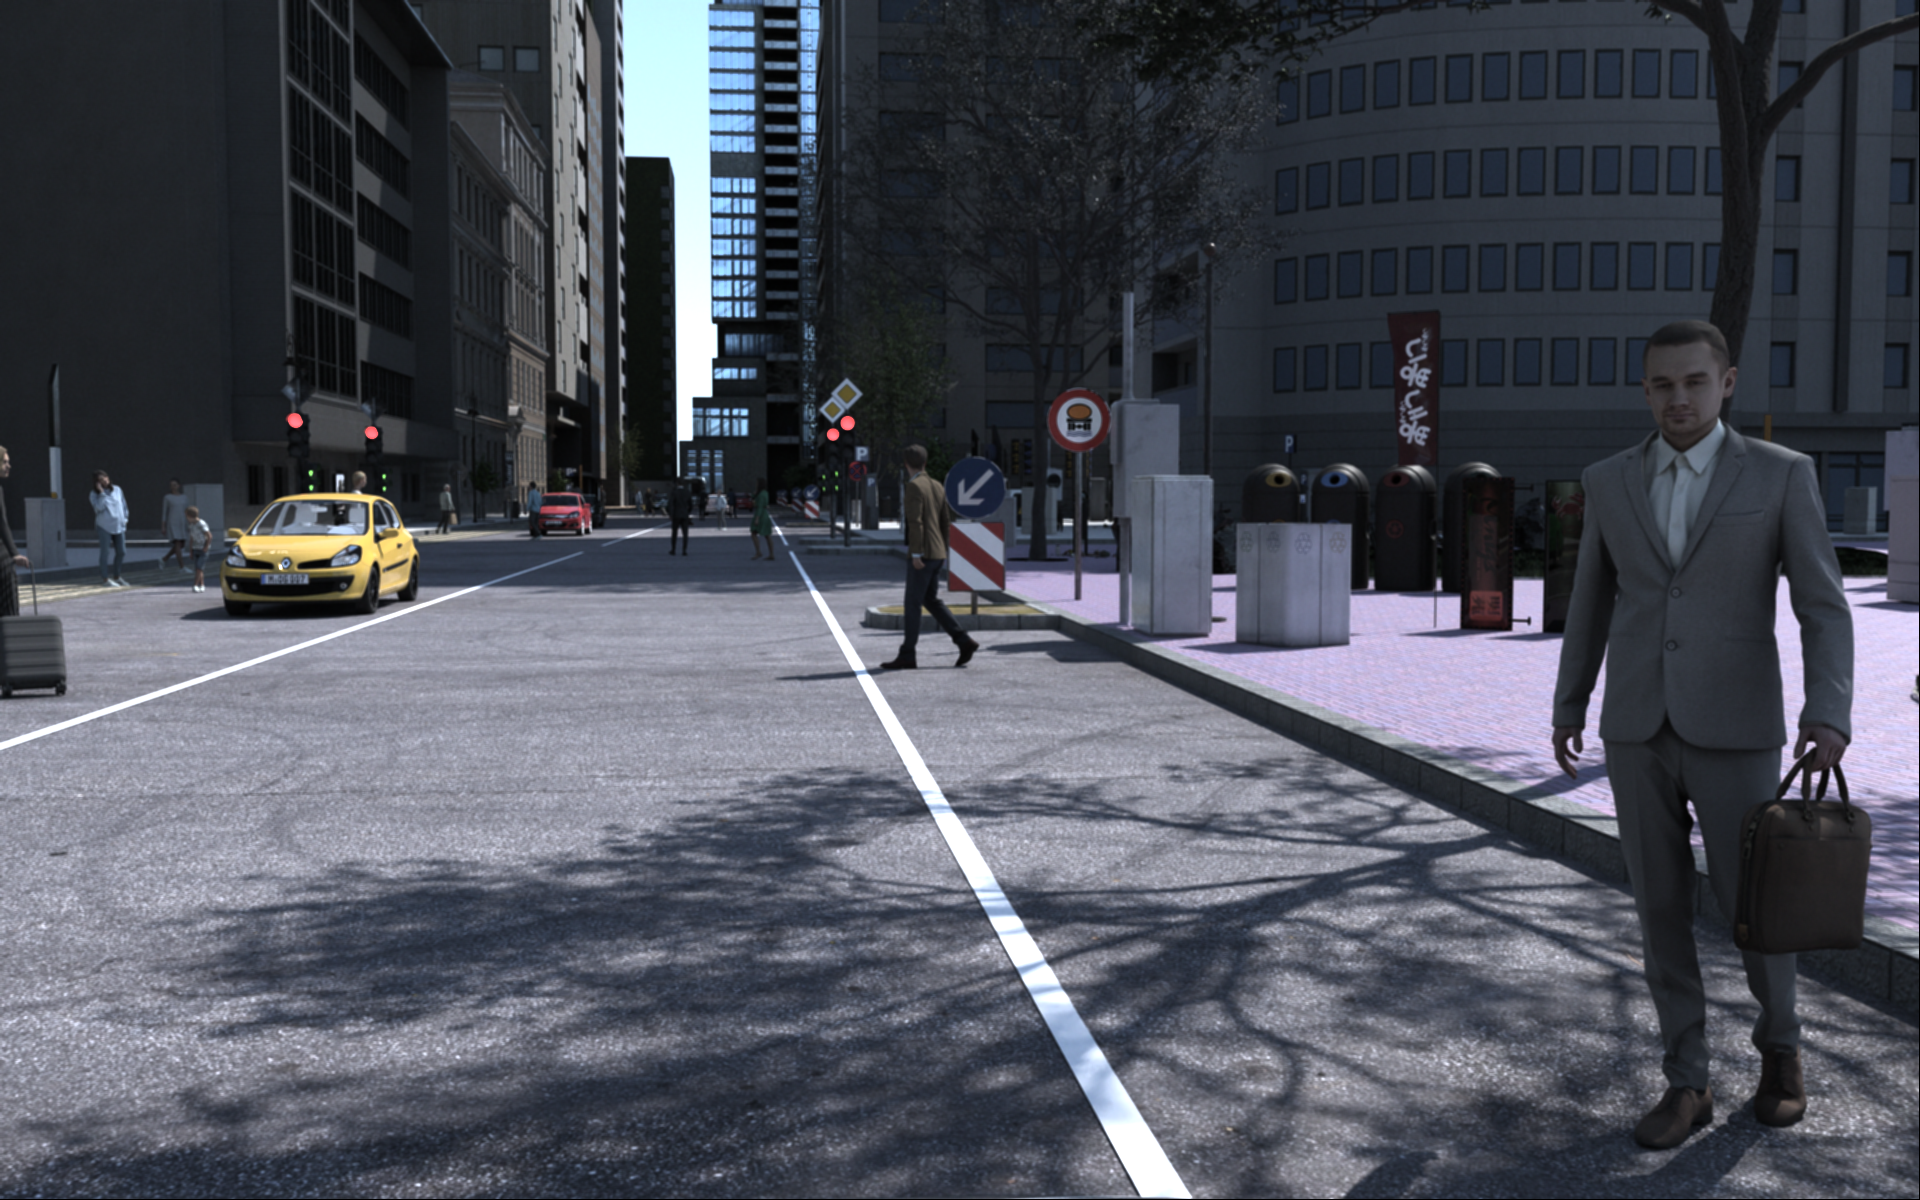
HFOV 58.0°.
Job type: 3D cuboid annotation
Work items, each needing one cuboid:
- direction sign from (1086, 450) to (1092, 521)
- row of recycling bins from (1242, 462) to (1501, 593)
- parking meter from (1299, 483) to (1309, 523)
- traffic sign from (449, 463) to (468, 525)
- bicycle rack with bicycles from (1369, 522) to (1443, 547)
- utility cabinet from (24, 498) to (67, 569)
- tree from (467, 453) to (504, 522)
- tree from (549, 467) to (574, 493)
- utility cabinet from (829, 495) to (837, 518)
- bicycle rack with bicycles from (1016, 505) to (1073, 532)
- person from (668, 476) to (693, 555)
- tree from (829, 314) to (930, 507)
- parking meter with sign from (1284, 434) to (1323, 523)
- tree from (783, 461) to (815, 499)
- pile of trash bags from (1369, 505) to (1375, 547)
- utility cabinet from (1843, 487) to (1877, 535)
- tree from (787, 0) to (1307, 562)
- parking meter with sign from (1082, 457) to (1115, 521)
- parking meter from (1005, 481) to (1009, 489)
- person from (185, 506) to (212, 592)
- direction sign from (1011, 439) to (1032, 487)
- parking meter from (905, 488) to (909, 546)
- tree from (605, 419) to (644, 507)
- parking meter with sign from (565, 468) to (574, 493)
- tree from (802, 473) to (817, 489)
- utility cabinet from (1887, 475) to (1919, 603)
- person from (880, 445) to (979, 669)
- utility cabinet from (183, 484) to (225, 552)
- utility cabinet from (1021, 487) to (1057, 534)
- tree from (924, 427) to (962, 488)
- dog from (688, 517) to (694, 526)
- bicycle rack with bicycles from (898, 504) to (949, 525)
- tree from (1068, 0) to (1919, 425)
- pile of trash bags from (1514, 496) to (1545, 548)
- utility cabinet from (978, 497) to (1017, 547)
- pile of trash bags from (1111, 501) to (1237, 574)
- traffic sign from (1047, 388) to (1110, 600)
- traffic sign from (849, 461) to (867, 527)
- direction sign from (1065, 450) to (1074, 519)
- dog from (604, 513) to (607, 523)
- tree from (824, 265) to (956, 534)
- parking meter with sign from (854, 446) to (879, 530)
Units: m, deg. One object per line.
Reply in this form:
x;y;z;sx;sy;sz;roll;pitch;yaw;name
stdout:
6.239;-5.631;84.061;0.379;3.537;0.876;1;4;21;direction sign
5.499;-0.988;23.262;3.534;1.692;1.069;2;4;25;row of recycling bins
6.785;-1.608;34.697;0.372;1.533;0.369;0;3;0;parking meter
-20.761;-4.380;71.722;0.768;2.556;0.104;0;4;-4;traffic sign
8.527;-1.119;31.675;2.925;0.926;2.852;0;4;-1;bicycle rack with bicycles
-15.854;-1.156;30.060;0.306;1.237;1.020;0;4;-7;utility cabinet
-21.984;-5.244;80.346;1.663;3.219;1.824;0;3;0;tree
-28.204;-7.790;121.965;1.663;3.219;1.824;0;3;0;tree
-6.754;-4.964;92.327;0.306;1.237;1.020;-1;4;-11;utility cabinet
2.744;-2.752;58.370;2.852;0.926;2.925;-1;4;-12;bicycle rack with bicycles
-6.582;-1.973;40.536;0.659;1.850;0.755;-2;4;-25;person
-3.362;-7.325;70.132;4.360;8.622;3.978;0;3;0;tree
10.430;-3.346;50.973;1.738;3.016;0.543;-1;4;-20;parking meter with sign
-16.081;-11.541;172.410;4.285;4.588;4.351;0;3;0;tree
8.944;-1.778;38.823;1.912;1.369;3.447;-1;4;-11;pile of trash bags
28.184;-2.788;54.257;0.318;1.500;1.173;0;4;-7;utility cabinet
1.644;-7.490;32.825;12.009;13.543;11.850;0;3;0;tree
6.453;-5.194;81.187;1.738;3.016;0.543;-1;4;-10;parking meter with sign
2.039;-4.482;78.992;0.399;1.863;0.255;1;4;16;parking meter
-11.150;-0.745;25.368;0.352;1.250;0.332;-2;4;-27;person
2.542;-4.867;71.568;0.876;3.537;0.379;1;4;18;direction sign
-1.191;-2.117;43.023;0.372;1.533;0.369;0;3;0;parking meter
-32.752;-13.402;169.489;4.737;8.622;4.395;0;3;0;tree
-25.859;-7.232;114.497;0.543;3.016;1.738;0;4;-8;parking meter with sign
-13.851;-10.107;159.856;1.663;3.219;1.824;0;3;0;tree
11.248;-0.698;20.094;0.318;1.500;1.173;0;4;-1;utility cabinet
-0.260;-0.361;14.307;0.836;1.842;0.656;-1;4;-8;person
-16.795;-1.821;38.451;0.318;1.500;1.173;0;4;5;utility cabinet
2.504;-2.811;54.641;1.173;1.500;0.318;3;4;38;utility cabinet
-0.796;-3.387;49.986;1.663;3.219;1.824;0;3;0;tree
-12.341;-3.581;78.742;0.550;0.427;0.748;1;4;20;dog
-1.446;-3.682;73.582;2.852;0.926;2.925;1;4;9;bicycle rack with bicycles
3.876;-4.511;8.168;7.601;10.594;8.767;3;5;43;tree
13.756;-1.928;41.271;3.447;1.369;1.912;2;4;27;pile of trash bags
0.834;-1.874;41.800;1.020;1.237;0.306;1;4;15;utility cabinet
3.442;-1.175;28.958;1.912;1.369;3.447;-1;4;-13;pile of trash bags
1.432;-1.273;20.921;0.768;2.556;0.104;0;4;-2;traffic sign
-4.002;-4.114;67.371;0.768;2.556;0.104;0;4;-3;traffic sign
5.792;-5.898;88.432;0.876;3.537;0.379;-1;4;-19;direction sign
-17.492;-4.010;84.856;0.540;0.507;0.406;0;4;4;dog
-1.972;-6.393;54.885;4.737;8.622;4.395;0;3;0;tree
-3.323;-4.057;62.591;0.543;3.016;1.738;-1;4;-19;parking meter with sign
